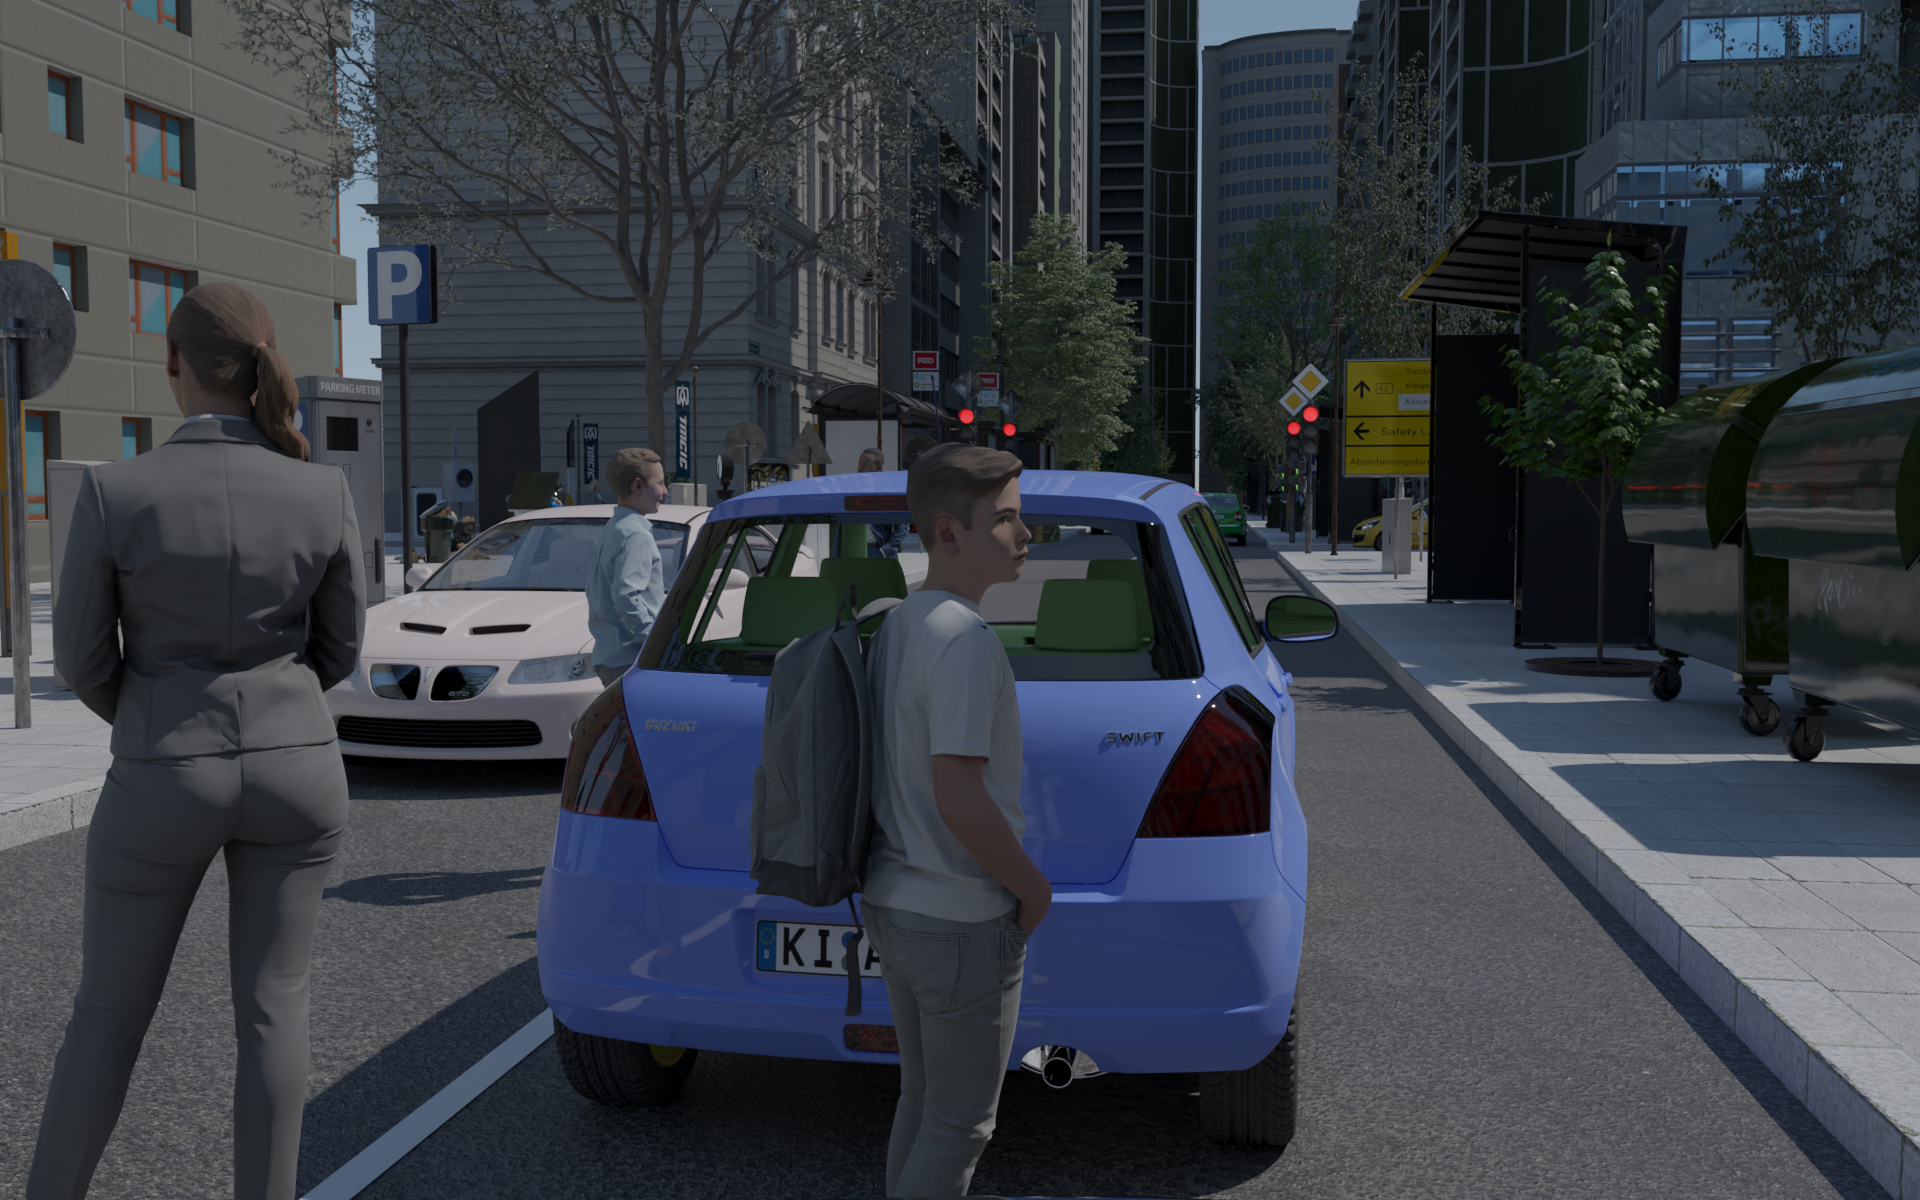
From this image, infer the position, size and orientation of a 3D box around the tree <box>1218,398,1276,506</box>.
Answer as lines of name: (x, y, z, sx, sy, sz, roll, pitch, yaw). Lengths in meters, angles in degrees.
tree: (29.876, -15.868, 177.563, 7.486, 12.596, 7.792, 0, 3, 0)

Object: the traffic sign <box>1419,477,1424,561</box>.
traffic sign: (8.773, -1.882, 32.894, 0.606, 2.300, 0.079, 1, 4, 13)

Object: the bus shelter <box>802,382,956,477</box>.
bus shelter: (-1.474, -2.461, 34.154, 2.014, 3.302, 5.546, 1, 4, 8)

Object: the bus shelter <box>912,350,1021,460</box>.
bus shelter: (0.139, -4.483, 50.930, 2.179, 5.291, 8.768, 1, 4, 8)

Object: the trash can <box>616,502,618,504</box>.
trash can: (-5.577, -1.123, 30.020, 0.748, 1.137, 0.748, 0, 3, 0)

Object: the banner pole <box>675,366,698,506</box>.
banner pole: (-5.299, -2.678, 33.796, 0.401, 3.779, 0.863, 2, 4, 28)

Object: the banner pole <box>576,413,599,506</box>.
banner pole: (-11.604, -3.899, 53.764, 0.863, 3.779, 0.401, -2, 4, -26)

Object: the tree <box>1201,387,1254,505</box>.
tree: (31.600, -17.605, 194.496, 9.857, 13.997, 8.962, 0, 3, 0)

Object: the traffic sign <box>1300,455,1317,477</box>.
traffic sign: (10.264, -3.102, 50.824, 0.768, 2.556, 0.104, 1, 4, 13)

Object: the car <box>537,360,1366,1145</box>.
car: (0.165, 0.267, 5.226, 1.945, 1.707, 3.694, 1, 4, 10)

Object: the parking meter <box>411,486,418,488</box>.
parking meter: (-16.506, -2.693, 52.439, 0.372, 1.533, 0.369, 0, 3, 0)

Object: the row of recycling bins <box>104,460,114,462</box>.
row of recycling bins: (-10.512, -0.955, 22.730, 1.069, 1.692, 3.534, 0, 4, -5)

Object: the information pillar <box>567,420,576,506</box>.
information pillar: (-12.174, -3.847, 54.255, 0.183, 3.616, 0.504, 1, 4, 9)

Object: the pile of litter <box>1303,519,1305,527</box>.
pile of litter: (13.183, -3.254, 67.168, 1.719, 0.858, 1.176, 0, 4, 1)

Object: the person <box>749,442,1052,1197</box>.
person: (-0.045, 0.509, 2.781, 0.503, 1.515, 0.523, 3, 4, 38)

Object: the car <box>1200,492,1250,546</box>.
car: (7.256, -2.476, 49.279, 1.959, 1.807, 4.718, 1, 4, 9)

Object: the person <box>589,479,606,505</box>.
person: (-8.971, -2.101, 43.038, 0.526, 1.800, 0.537, 2, 4, 33)

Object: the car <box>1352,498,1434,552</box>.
car: (11.334, -1.883, 41.014, 3.980, 1.641, 2.015, 1, 4, 9)

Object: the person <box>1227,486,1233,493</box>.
person: (9.944, -3.350, 63.944, 0.731, 1.740, 0.598, 3, 5, 41)

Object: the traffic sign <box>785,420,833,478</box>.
traffic sign: (-2.680, -1.872, 30.605, 0.884, 2.594, 0.081, 1, 4, 12)

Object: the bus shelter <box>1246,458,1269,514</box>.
bus shelter: (19.420, -7.487, 113.703, 1.731, 3.624, 6.357, 1, 4, 9)

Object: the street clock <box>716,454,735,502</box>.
street clock: (-4.242, -1.637, 31.327, 0.358, 2.002, 0.471, -1, 4, -20)

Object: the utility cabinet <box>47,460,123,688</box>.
utility cabinet: (-5.643, -0.190, 11.779, 0.318, 1.500, 1.173, 1, 4, 10)

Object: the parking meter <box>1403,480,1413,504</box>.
parking meter: (18.075, -3.932, 70.004, 0.399, 1.863, 0.255, 0, 4, -8)

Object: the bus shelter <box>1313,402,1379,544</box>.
bus shelter: (10.404, -3.426, 47.294, 1.731, 3.624, 6.357, 1, 4, 9)

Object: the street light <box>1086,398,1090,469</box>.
street light: (5.935, -6.589, 80.521, 0.468, 5.910, 1.993, 1, 4, 8)

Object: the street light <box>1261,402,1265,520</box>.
street light: (15.160, -6.949, 86.400, 0.468, 5.910, 1.993, 1, 4, 8)

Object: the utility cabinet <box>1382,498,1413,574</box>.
utility cabinet: (7.082, -1.037, 28.122, 0.306, 1.237, 1.020, 0, 4, 3)

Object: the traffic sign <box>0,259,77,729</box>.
traffic sign: (-5.136, -0.569, 9.417, 0.768, 2.556, 0.104, 1, 4, 14)

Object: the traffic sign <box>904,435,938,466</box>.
traffic sign: (-0.835, -2.278, 37.355, 0.768, 2.556, 0.104, 1, 4, 13)

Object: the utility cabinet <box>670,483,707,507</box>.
utility cabinet: (-5.635, -1.677, 36.097, 0.318, 1.500, 1.173, 1, 4, 15)

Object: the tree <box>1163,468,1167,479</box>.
tree: (17.505, -10.825, 160.699, 4.285, 4.588, 4.351, 0, 3, 0)

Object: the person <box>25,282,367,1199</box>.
person: (-1.377, 0.348, 3.085, 0.573, 1.790, 0.520, 3, 5, 40)

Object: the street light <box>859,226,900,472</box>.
street light: (-1.397, -3.504, 30.082, 0.468, 5.910, 1.993, 1, 4, 8)

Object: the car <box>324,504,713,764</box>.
car: (-2.133, 0.111, 10.555, 2.083, 1.381, 4.827, 1, 4, 10)

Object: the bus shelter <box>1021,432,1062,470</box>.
bus shelter: (2.017, -5.012, 59.574, 2.179, 5.291, 8.768, 1, 4, 9)

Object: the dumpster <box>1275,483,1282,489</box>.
dumpster: (21.220, -6.820, 114.008, 1.502, 2.255, 1.985, 1, 4, 8)

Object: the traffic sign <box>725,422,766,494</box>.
traffic sign: (-3.796, -1.866, 30.615, 0.768, 2.556, 0.104, 1, 4, 12)

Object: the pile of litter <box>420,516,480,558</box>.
pile of litter: (-9.905, -1.231, 34.096, 1.719, 0.858, 1.176, 3, 5, 43)

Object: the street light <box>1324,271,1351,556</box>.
street light: (7.821, -3.868, 36.030, 0.468, 5.910, 1.993, 1, 4, 8)

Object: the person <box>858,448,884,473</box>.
person: (-0.769, -0.320, 13.923, 0.721, 1.800, 0.419, 1, 4, 18)

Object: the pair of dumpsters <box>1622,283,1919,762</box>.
pair of dumpsters: (4.610, -0.374, 8.607, 1.574, 2.255, 4.437, 1, 4, 8)

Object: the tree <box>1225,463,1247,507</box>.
tree: (27.757, -11.398, 170.071, 4.285, 4.588, 4.351, 0, 3, 0)

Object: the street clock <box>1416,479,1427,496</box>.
street clock: (21.868, -4.745, 82.153, 0.471, 2.002, 0.358, 0, 4, 1)

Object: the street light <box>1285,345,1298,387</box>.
street light: (10.326, -4.951, 53.735, 0.468, 5.910, 1.993, 1, 4, 8)

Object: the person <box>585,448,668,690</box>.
person: (-1.226, 0.233, 6.505, 0.330, 1.601, 0.589, -1, 4, -15)

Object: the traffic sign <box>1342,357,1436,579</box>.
traffic sign: (6.881, -1.960, 25.912, 2.265, 3.308, 0.079, 1, 4, 12)

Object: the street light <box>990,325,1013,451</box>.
street light: (1.136, -4.565, 47.422, 0.468, 5.910, 1.993, 1, 4, 8)

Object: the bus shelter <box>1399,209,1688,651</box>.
bus shelter: (5.571, -1.591, 17.298, 1.731, 3.624, 6.357, 1, 4, 8)
